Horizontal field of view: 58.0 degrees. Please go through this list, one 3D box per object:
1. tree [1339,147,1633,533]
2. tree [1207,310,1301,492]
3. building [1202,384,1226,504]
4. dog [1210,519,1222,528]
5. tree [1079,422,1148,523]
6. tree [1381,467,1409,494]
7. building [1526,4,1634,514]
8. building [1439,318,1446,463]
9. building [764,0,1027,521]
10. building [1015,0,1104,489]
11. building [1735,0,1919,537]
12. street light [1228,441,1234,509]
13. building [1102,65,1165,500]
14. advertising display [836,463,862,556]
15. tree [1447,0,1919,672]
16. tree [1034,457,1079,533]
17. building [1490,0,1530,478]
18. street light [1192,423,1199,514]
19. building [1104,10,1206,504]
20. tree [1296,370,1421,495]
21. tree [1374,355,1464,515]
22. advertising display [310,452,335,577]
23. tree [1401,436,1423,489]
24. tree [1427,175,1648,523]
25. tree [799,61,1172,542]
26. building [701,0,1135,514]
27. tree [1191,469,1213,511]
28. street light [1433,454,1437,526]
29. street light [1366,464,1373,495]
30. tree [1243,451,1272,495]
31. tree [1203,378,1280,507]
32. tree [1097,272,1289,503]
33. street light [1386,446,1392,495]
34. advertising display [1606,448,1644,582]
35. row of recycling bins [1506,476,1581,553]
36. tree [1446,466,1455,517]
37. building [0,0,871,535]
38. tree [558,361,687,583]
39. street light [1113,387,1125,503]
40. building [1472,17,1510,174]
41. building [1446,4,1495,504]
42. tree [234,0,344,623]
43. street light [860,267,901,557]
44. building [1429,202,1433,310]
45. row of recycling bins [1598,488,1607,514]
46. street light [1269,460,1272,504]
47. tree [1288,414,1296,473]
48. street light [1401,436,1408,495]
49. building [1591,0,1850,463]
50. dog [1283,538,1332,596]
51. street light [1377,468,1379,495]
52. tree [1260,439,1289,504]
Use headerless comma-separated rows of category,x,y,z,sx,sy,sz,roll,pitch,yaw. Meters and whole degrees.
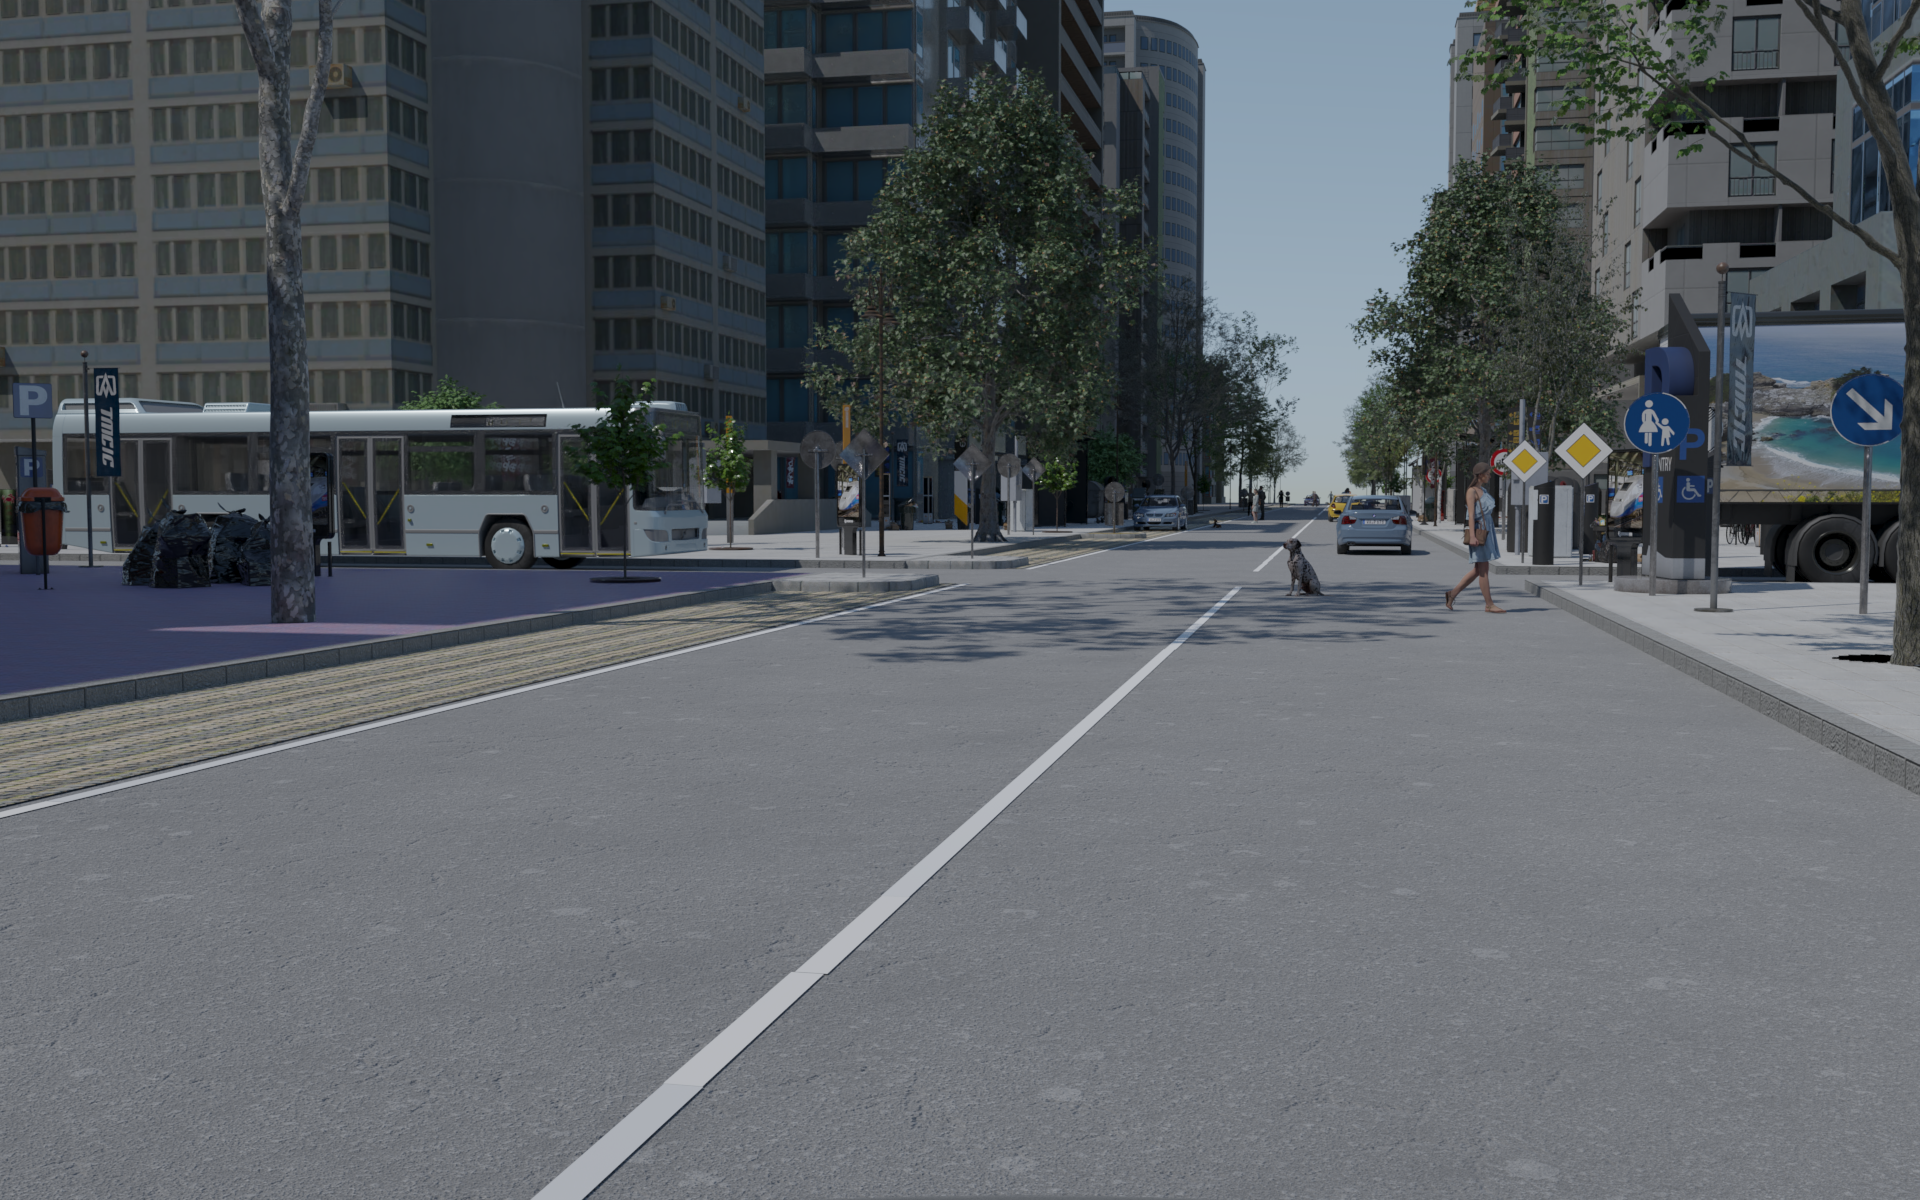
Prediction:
tree,17.533,-8.587,57.413,9.611,12.733,9.660,0,3,0
tree,29.509,-19.921,181.601,12.611,20.169,13.585,0,3,0
building,22.736,-24.443,244.686,27.650,21.520,28.899,1,4,12
dog,10.766,-3.230,73.000,0.550,0.427,0.748,1,4,19
tree,6.833,-5.796,78.481,4.285,4.588,4.351,0,3,0
tree,31.461,-7.966,124.843,1.663,3.219,1.824,0,3,0
building,45.750,-26.578,118.150,14.154,41.232,14.086,1,4,12
building,71.435,-33.722,234.942,14.154,41.232,14.086,1,4,12
building,-8.662,-29.164,96.435,23.786,49.044,30.456,1,4,12
building,-1.907,-30.483,122.105,21.300,48.544,21.600,1,4,12
building,38.488,-44.778,44.789,31.000,86.520,22.319,1,4,12
street light,22.913,-10.639,146.737,0.468,5.910,1.993,1,4,12
building,11.313,-29.274,162.229,14.154,41.232,14.086,1,4,12
advertising display,-2.302,-1.905,36.356,0.123,1.923,0.974,-2,4,-33
tree,7.193,-5.326,12.842,9.928,11.665,9.643,0,3,0
tree,3.097,-3.842,57.418,1.663,3.219,1.824,0,3,0
building,54.363,-29.608,138.721,22.147,44.769,28.867,1,4,12
street light,14.964,-8.413,110.334,0.468,5.910,1.993,1,4,12
building,18.574,-41.146,214.737,21.231,58.520,28.212,1,4,12
tree,41.955,-15.917,170.609,12.009,13.543,11.850,0,3,0
tree,23.010,-8.252,85.280,4.737,8.622,4.395,0,3,0
advertising display,-10.169,-1.334,27.025,0.974,1.923,0.123,2,4,24
tree,21.077,-7.691,76.106,4.360,8.622,3.978,0,3,0
tree,14.009,-5.550,41.105,4.360,8.622,3.978,0,3,0
tree,0.774,-7.902,46.213,9.611,12.733,9.660,0,3,0
building,-1.847,-27.753,145.644,32.217,40.220,23.993,1,4,12
tree,18.625,-8.490,133.414,1.663,3.219,1.824,0,3,0
street light,18.849,-5.855,68.517,0.468,5.910,1.993,1,4,12
street light,53.247,-15.381,224.260,0.468,5.910,1.993,1,4,12
tree,36.126,-15.988,211.769,4.737,8.622,4.395,0,3,0
tree,27.723,-15.320,168.607,7.486,12.596,7.792,0,3,0
tree,11.892,-11.376,96.368,12.009,13.543,11.850,0,3,0
street light,35.505,-10.433,143.373,0.468,5.910,1.993,1,4,12
advertising display,9.530,-1.192,24.699,0.123,1.923,0.974,-1,4,-10
row of recycling bins,13.183,-1.962,39.198,1.069,1.692,3.534,2,4,34
tree,26.805,-6.251,96.807,1.663,3.219,1.824,0,3,0
building,-20.686,-22.705,63.108,32.217,40.220,23.993,1,4,12
tree,-4.962,-1.885,25.417,1.663,3.219,1.824,0,3,0
street light,6.539,-6.068,71.994,0.468,5.910,1.993,1,4,12
building,54.941,-31.222,160.585,14.600,45.320,14.200,1,4,12
building,70.607,-41.016,212.610,21.231,58.520,28.212,1,4,12
tree,-7.891,-9.787,15.908,12.611,20.169,13.585,0,3,0
street light,-1.607,-3.828,35.380,0.468,5.910,1.993,1,4,12
building,74.863,-36.671,249.677,14.600,45.320,14.200,1,4,12
row of recycling bins,28.115,-4.343,78.124,3.534,1.692,1.069,2,4,32
street light,40.737,-15.567,227.304,0.468,5.910,1.993,1,4,12
tree,46.319,-21.036,254.306,12.009,13.543,11.850,0,3,0
street light,27.460,-8.208,106.990,0.468,5.910,1.993,1,4,12
building,46.475,-30.198,82.972,28.713,52.752,27.495,1,4,12
dog,4.941,-0.458,24.319,0.800,0.831,0.513,1,4,11
street light,43.398,-12.661,179.789,0.468,5.910,1.993,1,4,12
tree,44.515,-18.027,245.109,4.360,8.622,3.978,0,3,0
